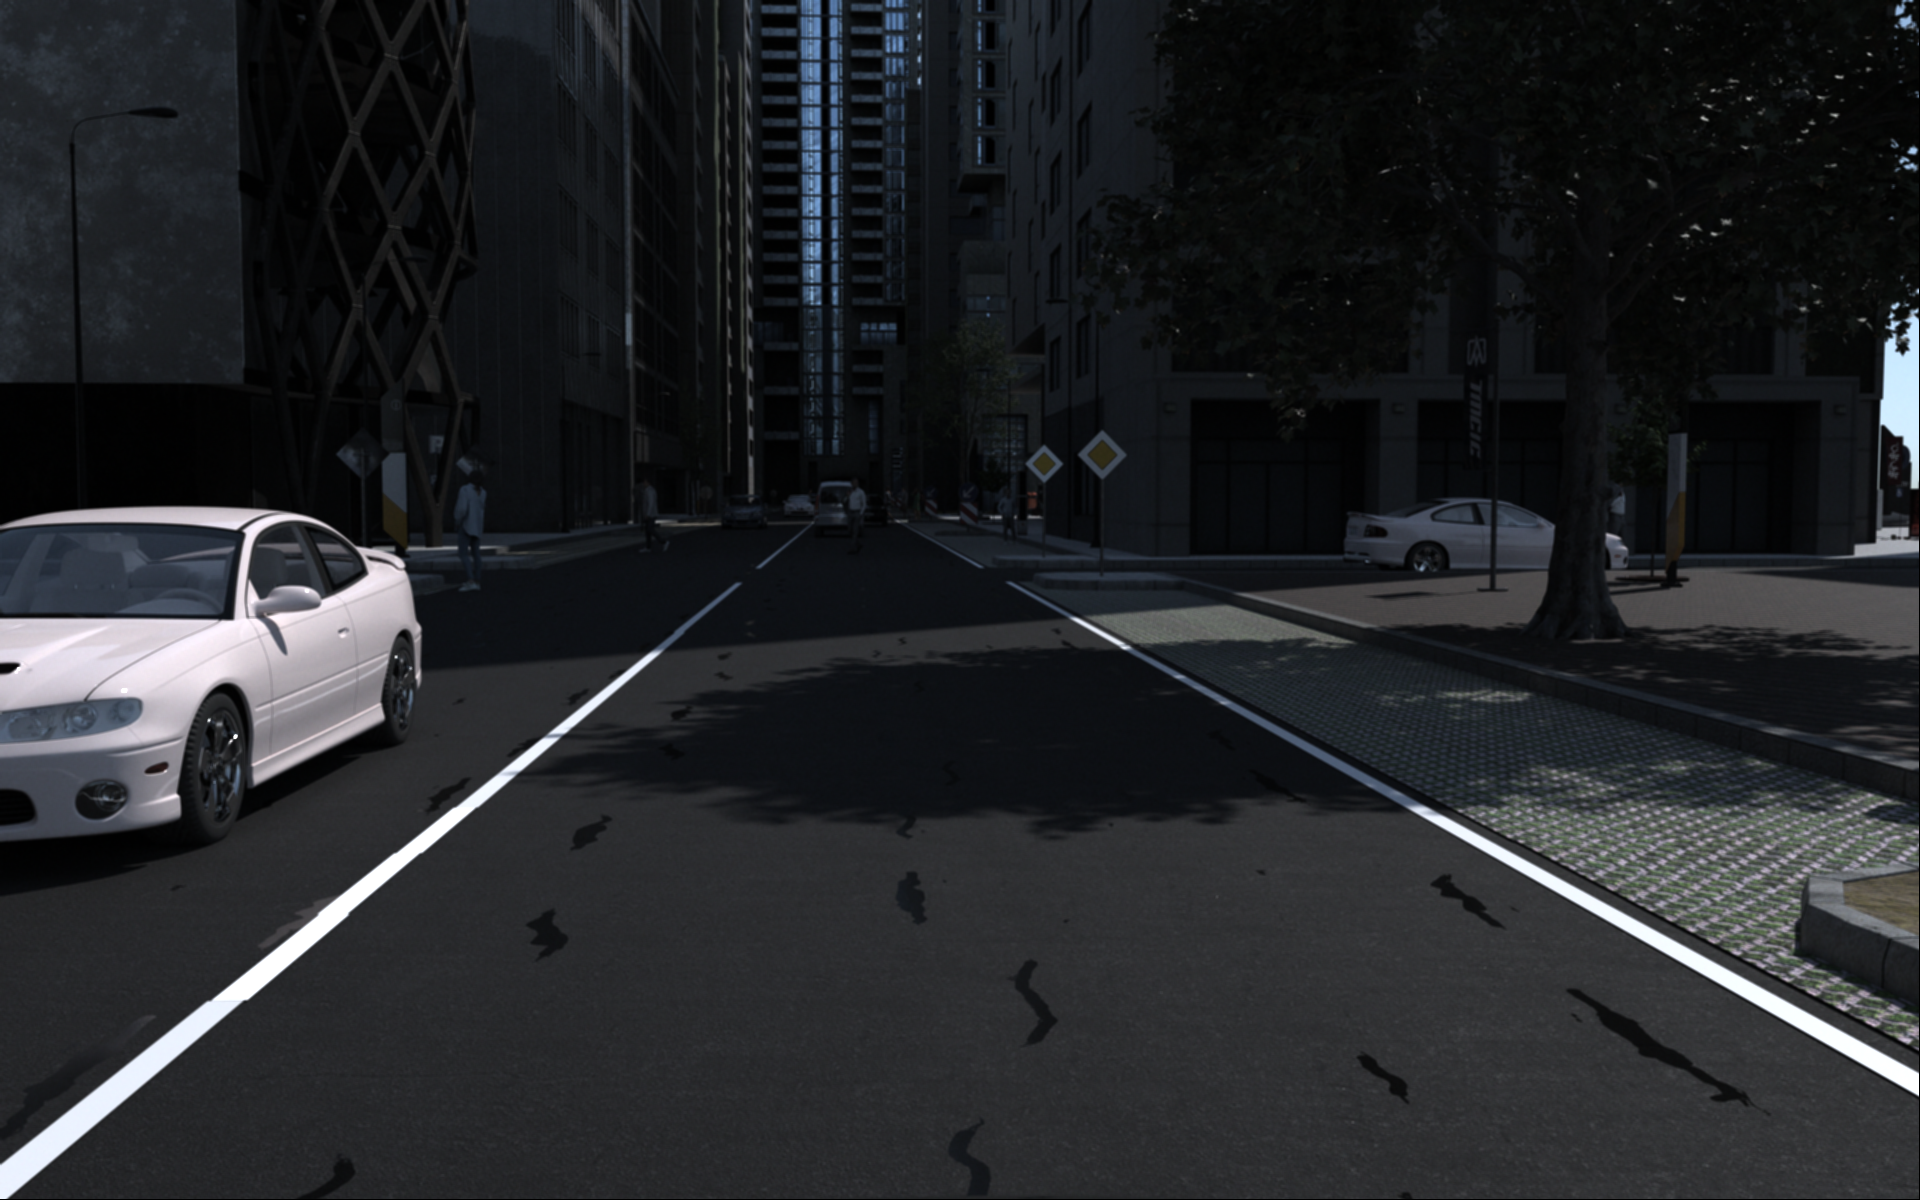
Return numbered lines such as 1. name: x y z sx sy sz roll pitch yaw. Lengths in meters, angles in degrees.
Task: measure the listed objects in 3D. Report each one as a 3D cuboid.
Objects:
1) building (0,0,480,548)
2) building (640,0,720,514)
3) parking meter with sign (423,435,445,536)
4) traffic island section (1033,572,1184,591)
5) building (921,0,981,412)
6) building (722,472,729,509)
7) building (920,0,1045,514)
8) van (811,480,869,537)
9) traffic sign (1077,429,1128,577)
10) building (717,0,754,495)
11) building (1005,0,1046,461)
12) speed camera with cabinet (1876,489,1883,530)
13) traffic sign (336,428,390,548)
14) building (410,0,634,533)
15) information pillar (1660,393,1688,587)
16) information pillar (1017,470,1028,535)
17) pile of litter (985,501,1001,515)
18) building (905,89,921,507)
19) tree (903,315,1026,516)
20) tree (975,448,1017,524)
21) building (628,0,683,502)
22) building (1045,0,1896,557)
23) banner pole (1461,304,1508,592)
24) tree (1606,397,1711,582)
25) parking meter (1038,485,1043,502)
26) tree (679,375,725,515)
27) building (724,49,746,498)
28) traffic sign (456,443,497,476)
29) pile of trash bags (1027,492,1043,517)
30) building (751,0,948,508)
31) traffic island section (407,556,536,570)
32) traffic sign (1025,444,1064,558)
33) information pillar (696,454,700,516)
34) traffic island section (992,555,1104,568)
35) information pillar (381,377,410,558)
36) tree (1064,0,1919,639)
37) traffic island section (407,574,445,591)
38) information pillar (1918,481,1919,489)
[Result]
1. building: -20.657 -10.655 41.659 16.820 18.784 16.811 0 4 -4
2. building: -23.500 -26.393 115.121 14.154 41.232 14.086 0 4 -4
3. parking meter with sign: -15.833 -3.412 52.049 0.543 3.016 1.738 -2 4 -27
4. traffic island section: 2.225 -0.287 26.970 2.009 0.180 2.903 0 4 -4
5. building: 6.931 -37.648 157.545 21.231 58.520 28.212 0 4 -4
6. building: -34.549 -27.032 133.857 32.217 40.220 23.993 0 4 -4
7. building: 8.602 -49.783 126.625 22.319 86.520 31.000 0 4 -4
8. van: -4.101 -3.178 58.967 2.013 2.044 4.112 0 4 -3
9. traffic sign: 2.202 -1.422 26.891 0.795 2.450 0.064 0 4 -4
10. building: -35.031 -38.562 172.495 28.212 58.520 21.231 0 4 -4
11. building: 16.625 -30.000 79.733 28.713 52.752 27.495 0 4 -4
12. speed camera with cabinet: 31.741 -4.076 60.973 2.038 3.252 0.660 -3 4 -36
13. traffic sign: -9.021 -1.379 26.192 0.795 2.450 0.064 0 4 -4
14. building: -19.751 -15.136 65.504 12.078 24.808 19.932 0 4 -4
15. information pillar: 9.858 -1.985 23.816 0.183 3.616 0.504 0 4 3
16. information pillar: 1.932 -3.023 53.916 0.304 2.012 0.304 0 4 -6
17. pile of litter: 2.081 -5.796 108.722 1.176 0.858 1.719 1 4 16
18. building: 1.344 -30.296 178.940 14.154 41.232 14.086 0 4 -4
19. tree: 0.164 -10.693 100.586 9.928 11.665 9.643 0 3 0
20. tree: 1.338 -4.854 73.968 1.663 3.219 1.824 0 3 0
21. building: -22.431 -18.014 88.044 14.314 27.812 24.014 0 4 -4
22. building: 13.507 -37.042 43.882 20.611 71.187 20.563 0 4 -4
23. banner pole: 6.975 -2.023 23.085 0.401 3.779 0.863 -2 4 -24
24. tree: 10.419 -1.903 25.711 1.663 3.219 1.824 0 3 0
25. parking meter: 5.068 -6.227 107.524 0.399 1.863 0.255 1 4 16
26. tree: -16.391 -9.544 106.407 4.737 8.622 4.395 0 3 0
27. building: -26.728 -28.793 154.356 14.154 41.232 14.086 0 4 -4
28. traffic sign: -9.533 -1.867 34.161 0.795 2.450 0.064 0 4 -4
29. pile of trash bags: 4.975 -5.606 101.402 1.912 1.369 3.447 2 4 31
30. building: -17.770 -54.430 202.601 31.000 86.520 22.319 0 4 -4
31. traffic island section: -9.556 -0.730 34.221 2.009 0.180 2.903 0 4 -4
32. traffic sign: 1.689 -1.909 34.859 0.795 2.450 0.064 0 4 -4
33. information pillar: -15.320 -6.725 101.301 0.183 3.616 0.504 0 4 -4
34. traffic island section: 1.712 -0.774 34.938 2.009 0.180 2.903 0 4 -4
35. information pillar: -11.360 -2.658 34.807 0.504 3.616 0.183 0 4 6
36. tree: 5.741 -6.016 15.373 9.611 12.733 9.660 0 3 0
37. traffic island section: -9.044 -0.243 26.252 2.009 0.180 2.903 0 4 -4
38. information pillar: 55.753 -5.868 100.441 0.304 2.012 0.304 2 4 24
